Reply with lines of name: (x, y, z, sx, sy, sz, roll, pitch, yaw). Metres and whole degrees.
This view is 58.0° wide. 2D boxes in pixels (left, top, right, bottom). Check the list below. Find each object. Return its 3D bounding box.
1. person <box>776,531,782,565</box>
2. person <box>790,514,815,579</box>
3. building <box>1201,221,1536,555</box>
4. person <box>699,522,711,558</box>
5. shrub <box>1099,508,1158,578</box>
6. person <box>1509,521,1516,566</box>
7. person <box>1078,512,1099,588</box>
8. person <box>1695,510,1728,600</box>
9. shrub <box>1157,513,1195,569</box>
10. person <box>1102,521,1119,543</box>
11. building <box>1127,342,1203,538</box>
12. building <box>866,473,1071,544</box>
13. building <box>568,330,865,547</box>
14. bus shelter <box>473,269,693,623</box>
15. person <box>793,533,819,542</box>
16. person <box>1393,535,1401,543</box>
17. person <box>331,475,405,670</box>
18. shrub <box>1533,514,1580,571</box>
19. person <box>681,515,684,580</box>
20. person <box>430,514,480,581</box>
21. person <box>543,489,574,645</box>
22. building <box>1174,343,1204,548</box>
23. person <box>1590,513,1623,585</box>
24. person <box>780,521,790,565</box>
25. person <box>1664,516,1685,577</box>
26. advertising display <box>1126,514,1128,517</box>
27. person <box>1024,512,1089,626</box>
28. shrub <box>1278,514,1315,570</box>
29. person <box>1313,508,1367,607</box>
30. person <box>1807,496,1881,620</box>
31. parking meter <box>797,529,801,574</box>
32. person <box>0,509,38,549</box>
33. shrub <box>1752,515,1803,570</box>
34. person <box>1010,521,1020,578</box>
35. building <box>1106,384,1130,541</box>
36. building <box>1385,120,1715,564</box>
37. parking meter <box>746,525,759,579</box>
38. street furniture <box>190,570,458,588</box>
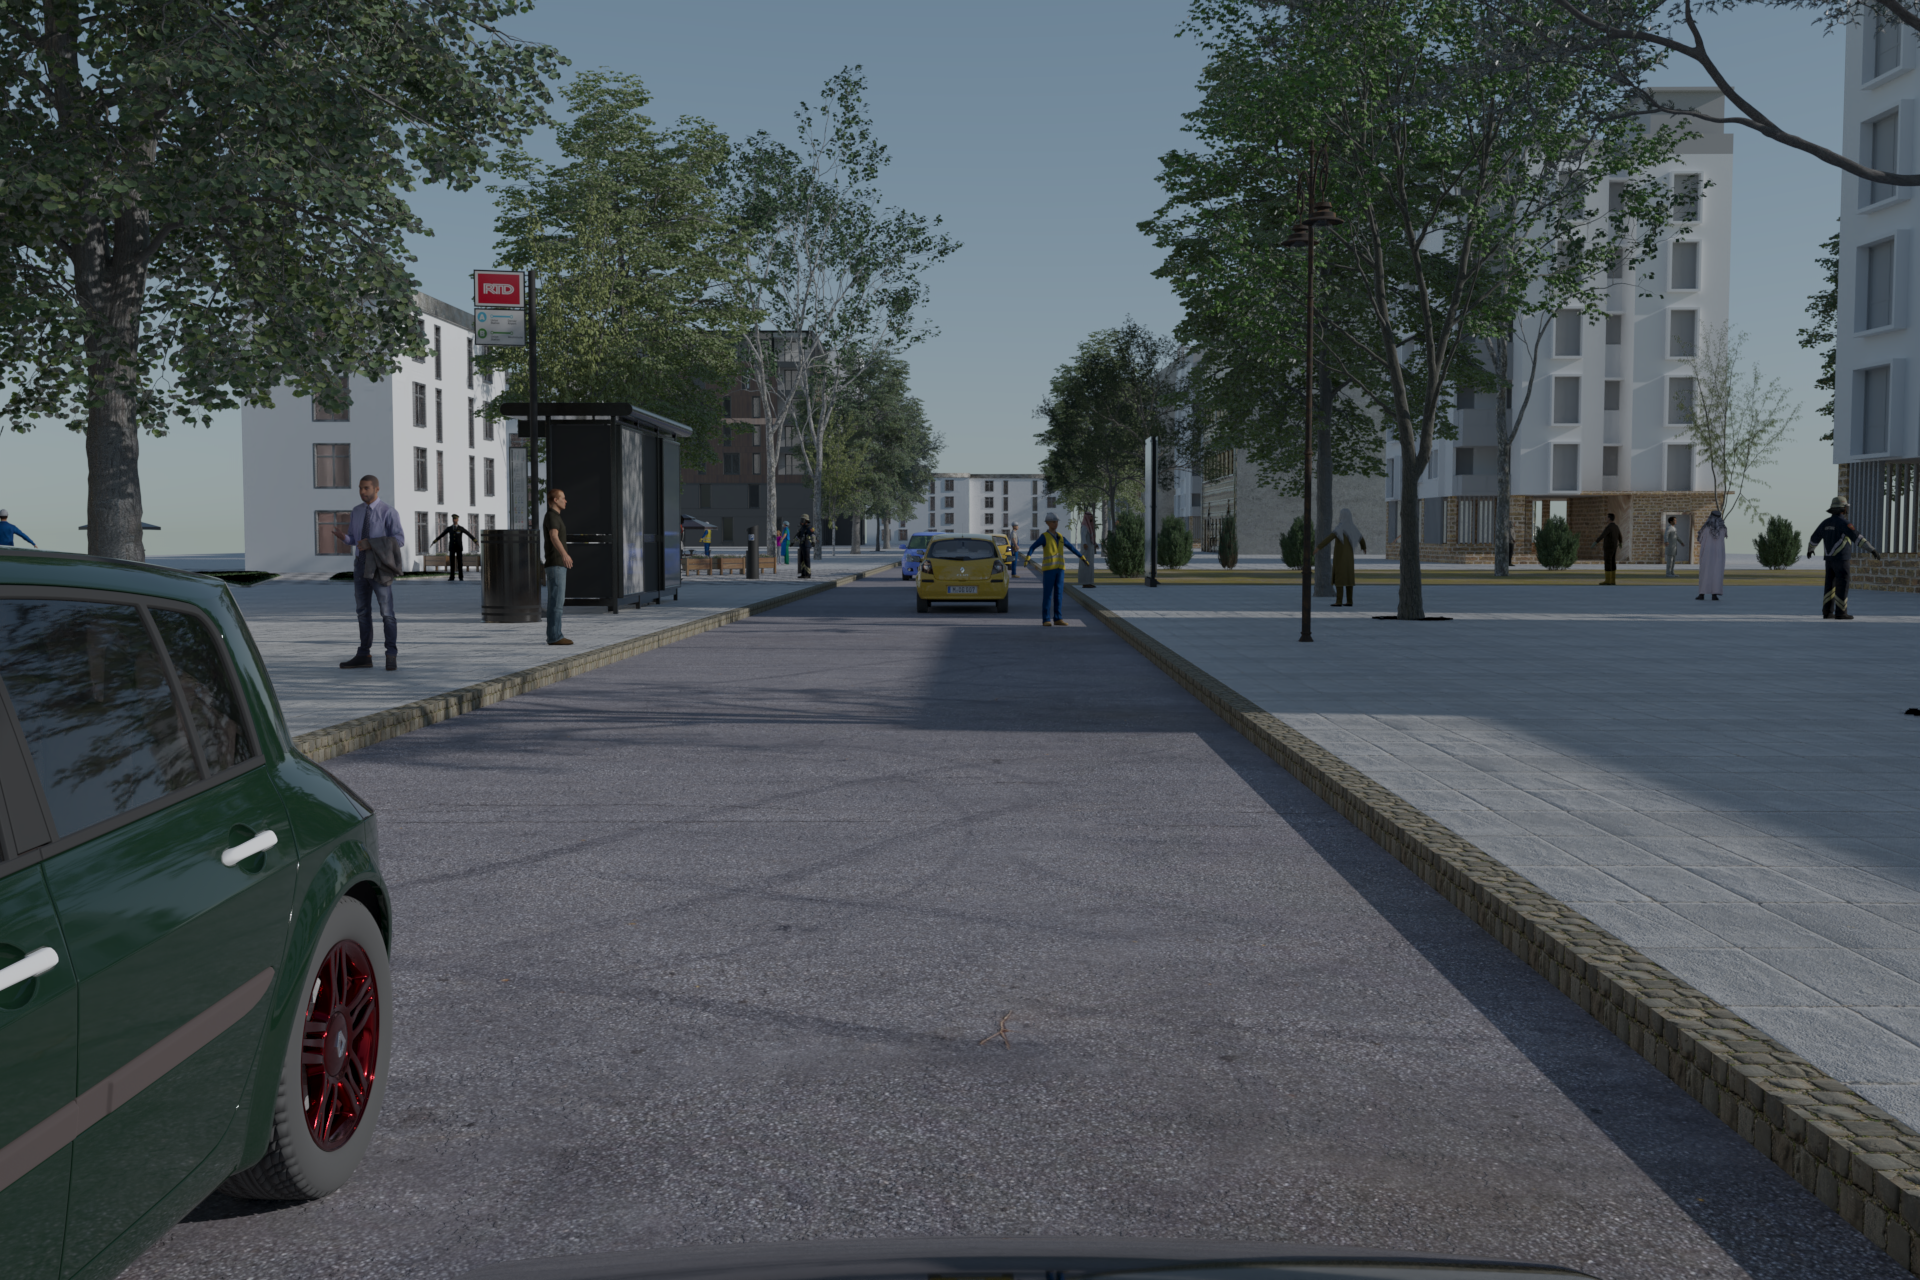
person: (-7.654, -3.864, 72.446, 0.991, 1.433, 0.599, 3, 5, 43)
person: (-4.479, -2.695, 49.837, 0.705, 1.856, 1.354, -2, 4, -34)
building: (26.544, -17.420, 115.738, 19.493, 23.208, 18.063, 0, 4, 1)
person: (-11.539, -4.453, 78.778, 0.705, 1.833, 1.349, 1, 4, 10)
shrub: (4.932, -2.846, 50.569, 1.661, 2.075, 1.752, 0, 3, 0)
person: (21.939, -3.836, 68.848, 0.705, 1.813, 1.348, 1, 4, 15)
person: (3.065, -2.145, 41.223, 0.704, 1.811, 1.347, 1, 4, 17)
person: (14.609, -1.645, 33.606, 0.551, 1.740, 0.621, 0, 4, -1)
shrub: (7.723, -3.605, 62.979, 1.661, 2.075, 1.752, 0, 3, 0)
person: (5.696, -3.440, 62.516, 1.348, 1.796, 0.705, 3, 5, 44)
building: (28.117, -21.749, 186.525, 19.493, 23.208, 18.063, 0, 4, 1)
building: (1.305, -17.941, 237.944, 28.070, 9.664, 9.099, 0, 4, 0)
building: (-25.245, -21.162, 189.967, 27.936, 21.610, 32.646, 0, 3, 0)
bus shelter: (-6.272, -3.146, 29.065, 2.179, 5.291, 8.768, 0, 4, 0)
person: (-7.094, -4.473, 79.316, 1.347, 1.806, 0.705, -2, 4, -35)
person: (17.331, -3.708, 67.421, 1.217, 1.733, 0.721, -2, 4, -30)
person: (-5.605, -0.636, 16.304, 0.709, 1.838, 0.599, 1, 4, 17)
shrub: (21.014, -3.462, 61.019, 1.690, 2.028, 1.600, 0, 3, 0)
person: (-7.818, -2.554, 47.908, 0.704, 1.843, 1.345, 0, 4, -6)
person: (-13.826, -2.541, 47.473, 1.347, 1.837, 0.705, 0, 4, -4)
person: (-4.653, -0.847, 20.073, 0.705, 1.803, 1.348, -1, 4, -16)
building: (26.476, -19.264, 171.380, 16.016, 20.090, 11.380, 0, 4, 1)
person: (16.368, -2.296, 43.682, 1.346, 1.812, 0.704, -3, 4, -38)
person: (-7.186, -3.979, 71.186, 0.704, 1.817, 1.347, 0, 4, 4)
person: (21.249, -2.781, 51.653, 0.705, 1.806, 1.347, 3, 5, 43)
advertising display: (5.305, -3.056, 55.187, 0.123, 1.923, 0.974, 0, 4, 1)
person: (1.492, -1.105, 26.983, 1.216, 1.772, 0.721, -2, 4, -32)
shrub: (12.111, -3.486, 61.411, 1.690, 2.028, 1.600, 0, 3, 0)
person: (6.748, -1.462, 30.679, 1.217, 1.736, 0.721, -2, 4, -30)
person: (13.221, -1.235, 26.054, 0.704, 1.845, 1.351, -1, 4, -18)
parking meter: (-5.085, -2.919, 56.140, 0.372, 1.533, 0.369, 0, 3, 0)
person: (-21.449, -2.019, 38.886, 1.347, 1.842, 0.705, -2, 4, -25)
shrub: (29.413, -3.541, 62.314, 1.690, 2.028, 1.600, 0, 3, 0)
person: (1.818, -2.963, 56.762, 0.705, 1.847, 1.347, 0, 4, 1)
building: (26.864, -21.114, 211.666, 16.747, 18.905, 31.486, 0, 4, 1)
building: (26.506, -14.020, 85.649, 16.016, 20.090, 11.380, 0, 4, 1)
parking meter: (-5.913, -2.503, 49.330, 0.372, 1.533, 0.369, 0, 3, 0)
street furniture: (-29.362, -2.666, 48.612, 27.439, 1.986, 14.083, 0, 4, 7)
